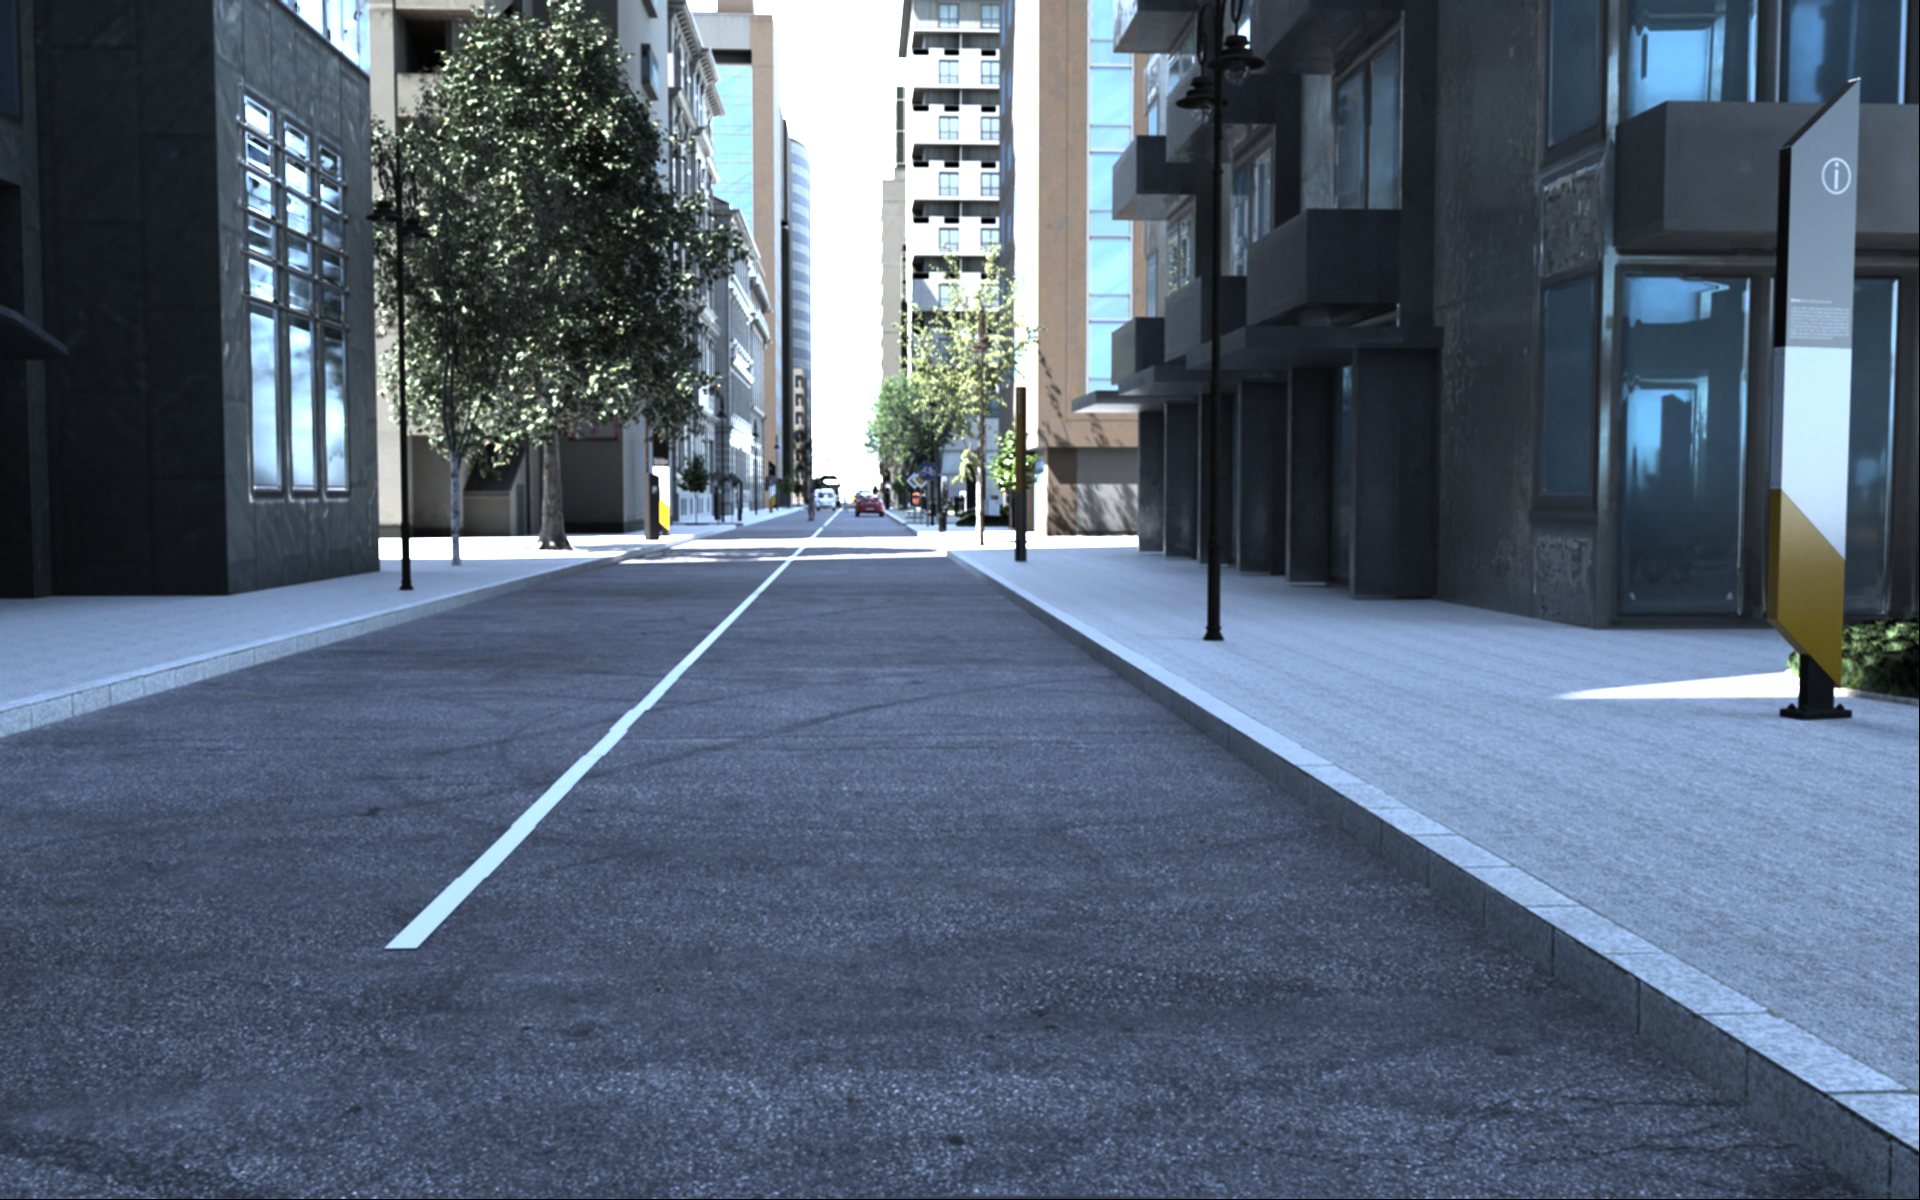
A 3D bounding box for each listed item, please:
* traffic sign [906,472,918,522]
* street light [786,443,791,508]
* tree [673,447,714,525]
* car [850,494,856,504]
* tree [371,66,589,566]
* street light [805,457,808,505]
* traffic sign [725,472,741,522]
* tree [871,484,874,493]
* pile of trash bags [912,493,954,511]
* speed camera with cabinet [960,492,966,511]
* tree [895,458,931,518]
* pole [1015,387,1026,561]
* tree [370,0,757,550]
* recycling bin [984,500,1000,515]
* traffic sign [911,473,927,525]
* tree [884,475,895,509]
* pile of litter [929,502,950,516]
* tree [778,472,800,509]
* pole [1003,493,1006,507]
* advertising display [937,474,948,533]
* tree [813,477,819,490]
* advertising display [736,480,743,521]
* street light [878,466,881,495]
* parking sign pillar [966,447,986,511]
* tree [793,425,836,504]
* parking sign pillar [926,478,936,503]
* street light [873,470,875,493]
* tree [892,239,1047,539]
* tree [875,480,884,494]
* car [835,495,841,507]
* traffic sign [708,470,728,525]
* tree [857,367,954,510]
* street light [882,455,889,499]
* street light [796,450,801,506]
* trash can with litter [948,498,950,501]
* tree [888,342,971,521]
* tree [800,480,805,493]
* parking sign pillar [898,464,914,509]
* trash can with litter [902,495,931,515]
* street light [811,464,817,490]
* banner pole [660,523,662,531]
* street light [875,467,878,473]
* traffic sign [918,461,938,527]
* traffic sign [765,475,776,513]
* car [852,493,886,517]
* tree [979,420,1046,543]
[{"bbox_3d":[-2.082,-4.626,79.277,0.795,2.450,0.064,0,4,-3],"label":"traffic sign"},{"bbox_3d":[-15.441,-11.217,156.189,0.468,5.910,1.993,0,4,-3],"label":"street light"},{"bbox_3d":[-10.992,-4.742,72.140,1.663,3.219,1.824,0,3,0],"label":"tree"},{"bbox_3d":[-15.339,-15.159,258.078,2.015,1.641,3.980,0,4,-4],"label":"car"},{"bbox_3d":[-8.820,-4.927,30.923,4.360,8.622,3.978,0,3,0],"label":"tree"},{"bbox_3d":[-18.585,-14.485,209.615,0.468,5.910,1.993,0,4,-3],"label":"street light"},{"bbox_3d":[-10.363,-4.597,78.804,0.795,2.450,0.064,0,4,-3],"label":"traffic sign"},{"bbox_3d":[-14.936,-18.990,305.089,1.663,3.219,1.824,0,3,0],"label":"tree"},{"bbox_3d":[-1.956,-7.462,131.748,3.447,1.369,1.912,1,4,11],"label":"pile of trash bags"},{"bbox_3d":[0.603,-7.840,122.524,0.660,3.252,2.038,-1,4,-19],"label":"speed camera with cabinet"},{"bbox_3d":[-2.396,-6.027,93.136,1.663,3.219,1.824,0,3,0],"label":"tree"},{"bbox_3d":[1.159,-2.394,32.991,0.158,3.312,0.155,0,3,0],"label":"pole"},{"bbox_3d":[-9.465,-7.502,39.671,9.611,12.733,9.660,0,3,0],"label":"tree"},{"bbox_3d":[1.356,-4.126,80.016,0.722,1.027,0.722,-3,4,-36],"label":"recycling bin"},{"bbox_3d":[-1.605,-4.138,71.307,0.795,2.450,0.064,0,4,-3],"label":"traffic sign"},{"bbox_3d":[-5.179,-9.510,150.083,1.663,3.219,1.824,0,3,0],"label":"tree"},{"bbox_3d":[-1.306,-5.331,101.133,1.176,0.858,1.719,-3,4,-37],"label":"pile of litter"},{"bbox_3d":[-15.347,-9.678,152.828,1.663,3.219,1.824,0,3,0],"label":"tree"},{"bbox_3d":[3.033,-7.593,117.986,0.158,3.312,0.155,0,3,0],"label":"pole"},{"bbox_3d":[-0.575,-3.181,57.224,0.123,1.923,0.974,1,4,13],"label":"advertising display"},{"bbox_3d":[-25.688,-20.061,311.710,4.285,4.588,4.351,0,3,0],"label":"tree"},{"bbox_3d":[-10.509,-4.728,82.518,0.123,1.923,0.974,-1,4,-17],"label":"advertising display"},{"bbox_3d":[-9.101,-14.120,203.655,0.468,5.910,1.993,0,4,-3],"label":"street light"},{"bbox_3d":[0.885,-6.620,96.715,1.447,3.967,1.447,-2,4,-35],"label":"parking sign pillar"},{"bbox_3d":[-20.709,-18.150,231.170,8.767,10.594,7.601,-1,4,-11],"label":"tree"},{"bbox_3d":[-2.725,-10.051,152.801,1.447,3.967,1.447,0,4,2],"label":"parking sign pillar"},{"bbox_3d":[-12.433,-17.558,259.860,0.468,5.910,1.993,0,4,-3],"label":"street light"},{"bbox_3d":[0.298,-6.060,49.439,4.737,8.622,4.395,0,3,0],"label":"tree"},{"bbox_3d":[-8.343,-12.624,201.001,1.663,3.219,1.824,0,3,0],"label":"tree"},{"bbox_3d":[-14.598,-11.378,198.606,1.945,1.354,3.894,0,4,-4],"label":"car"},{"bbox_3d":[-9.885,-4.110,70.833,0.795,2.450,0.064,0,4,-3],"label":"traffic sign"},{"bbox_3d":[-4.282,-13.111,140.124,9.928,11.665,9.643,0,3,0],"label":"tree"},{"bbox_3d":[-7.503,-12.474,176.730,0.468,5.910,1.993,0,4,-3],"label":"street light"},{"bbox_3d":[-17.049,-12.850,182.883,0.468,5.910,1.993,0,4,-3],"label":"street light"},{"bbox_3d":[-1.138,-6.487,117.448,0.624,1.170,1.055,1,4,22],"label":"trash can with litter"},{"bbox_3d":[-1.200,-8.124,83.191,4.360,8.622,3.978,0,3,0],"label":"tree"},{"bbox_3d":[-17.547,-11.675,185.480,1.663,3.219,1.824,0,3,0],"label":"tree"},{"bbox_3d":[-4.485,-9.652,146.287,1.447,3.967,1.447,0,4,6],"label":"parking sign pillar"},{"bbox_3d":[-2.543,-5.950,108.333,2.233,1.210,1.678,-1,4,-9],"label":"trash can with litter"},{"bbox_3d":[-20.284,-16.250,238.479,0.468,5.910,1.993,0,4,-3],"label":"street light"},{"bbox_3d":[-10.206,-4.255,59.583,0.401,3.779,0.863,-3,4,-37],"label":"banner pole"},{"bbox_3d":[-10.737,-15.753,230.347,0.468,5.910,1.993,0,4,-3],"label":"street light"},{"bbox_3d":[-1.245,-4.090,66.983,0.768,2.556,0.104,0,3,0],"label":"traffic sign"},{"bbox_3d":[-12.699,-7.095,116.113,0.768,2.556,0.104,0,4,0],"label":"traffic sign"},{"bbox_3d":[-5.799,-6.225,110.812,2.155,1.783,4.494,0,4,-4],"label":"car"},{"bbox_3d":[1.382,-3.115,45.525,1.663,3.219,1.824,0,3,0],"label":"tree"}]
